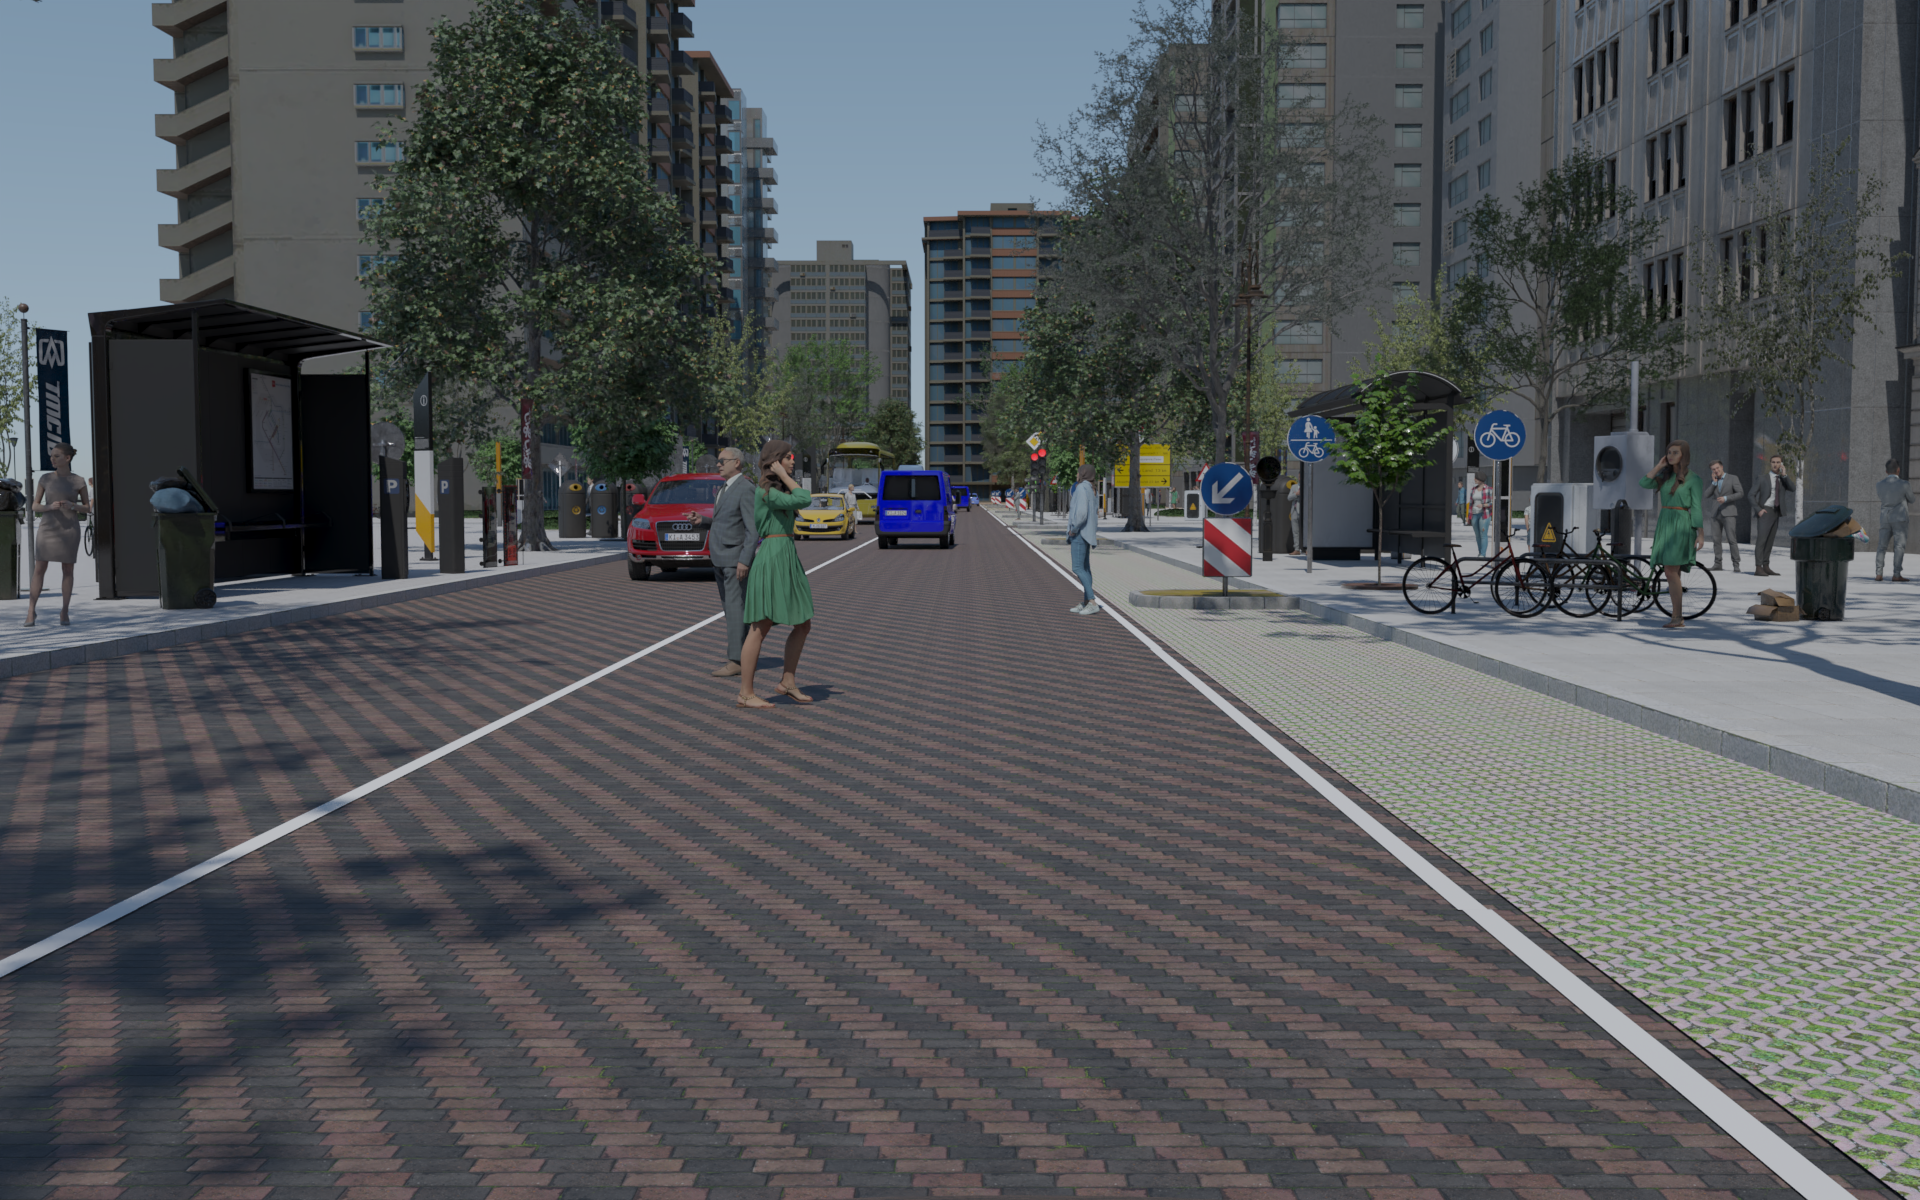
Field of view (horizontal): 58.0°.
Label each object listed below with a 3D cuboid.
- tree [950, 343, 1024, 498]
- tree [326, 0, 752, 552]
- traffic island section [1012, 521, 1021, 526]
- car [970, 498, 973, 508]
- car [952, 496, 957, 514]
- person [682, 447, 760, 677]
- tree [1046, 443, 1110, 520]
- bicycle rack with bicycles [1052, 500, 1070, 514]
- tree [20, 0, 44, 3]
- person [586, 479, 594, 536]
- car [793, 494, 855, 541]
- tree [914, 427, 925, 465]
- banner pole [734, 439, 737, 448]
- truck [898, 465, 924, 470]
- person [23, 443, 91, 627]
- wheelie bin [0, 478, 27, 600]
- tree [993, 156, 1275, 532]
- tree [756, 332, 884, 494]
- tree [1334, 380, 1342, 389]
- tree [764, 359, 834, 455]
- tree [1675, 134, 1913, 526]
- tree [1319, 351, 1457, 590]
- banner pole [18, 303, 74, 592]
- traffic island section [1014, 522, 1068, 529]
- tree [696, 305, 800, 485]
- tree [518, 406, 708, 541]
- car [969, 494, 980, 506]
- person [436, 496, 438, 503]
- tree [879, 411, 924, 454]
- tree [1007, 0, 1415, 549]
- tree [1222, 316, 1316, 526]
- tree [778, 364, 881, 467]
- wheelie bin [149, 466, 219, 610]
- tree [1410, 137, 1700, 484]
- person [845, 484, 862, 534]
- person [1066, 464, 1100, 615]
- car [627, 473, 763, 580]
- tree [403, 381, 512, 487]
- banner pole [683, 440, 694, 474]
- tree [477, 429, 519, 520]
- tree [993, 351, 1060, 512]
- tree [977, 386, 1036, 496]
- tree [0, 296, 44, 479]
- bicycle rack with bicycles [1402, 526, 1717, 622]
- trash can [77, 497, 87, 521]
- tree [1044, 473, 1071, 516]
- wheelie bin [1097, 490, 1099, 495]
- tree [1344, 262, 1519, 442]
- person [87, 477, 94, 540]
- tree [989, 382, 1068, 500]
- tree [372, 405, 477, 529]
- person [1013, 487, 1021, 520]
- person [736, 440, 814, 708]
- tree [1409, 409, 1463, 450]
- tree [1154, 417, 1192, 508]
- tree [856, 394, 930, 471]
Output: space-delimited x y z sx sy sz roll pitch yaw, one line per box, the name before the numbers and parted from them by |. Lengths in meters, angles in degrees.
tree | 5.311 -22.134 217.786 12.611 20.169 13.585 0 3 0
tree | -9.493 -7.441 38.667 9.611 12.733 9.660 0 3 0
traffic island section | 3.437 -3.516 79.768 2.009 0.180 2.903 0 4 0
car | 0.292 -9.955 174.771 2.014 1.417 4.499 0 3 0
car | -1.158 -7.088 128.251 2.083 1.381 4.827 0 4 1
person | -1.875 -0.313 13.796 0.590 1.801 0.661 -2 4 -33
tree | 5.612 -6.173 84.639 4.285 4.588 4.351 0 3 0
bicycle rack with bicycles | 6.917 -5.955 110.750 2.852 0.926 2.925 3 4 38
tree | -8.847 -6.086 9.880 12.009 13.543 11.850 0 3 0
person | -11.346 -2.910 53.400 0.659 1.850 0.755 3 5 42
car | -4.273 -2.717 54.643 2.015 1.641 3.980 0 4 1
tree | -8.183 -17.840 217.441 9.928 11.665 9.643 0 3 0
banner pole | -10.283 -5.462 79.313 0.401 3.779 0.863 -1 4 -16
truck | -4.608 -10.871 167.497 2.967 4.110 18.799 0 4 0
person | -8.812 -0.642 16.888 0.599 1.781 0.374 -1 4 -23
wheelie bin | -11.759 -0.806 21.082 0.693 1.594 0.980 -1 4 -23
tree | 5.843 -8.655 58.523 9.611 12.733 9.660 0 3 0
tree | -8.950 -11.270 110.017 9.928 11.665 9.643 0 3 0
tree | 16.106 -7.011 64.991 4.737 8.622 4.395 0 3 0
tree | -9.108 -8.882 95.577 4.360 8.622 3.978 0 3 0
tree | 16.804 -5.178 35.026 4.360 8.622 3.978 0 3 0
tree | 5.689 -1.775 23.628 1.663 3.219 1.824 0 3 0
banner pole | -12.184 -2.020 23.040 0.401 3.779 0.863 2 4 26
traffic island section | 3.405 -3.028 71.783 2.009 0.180 2.903 0 4 0
tree | -8.699 -7.206 68.173 4.737 8.622 4.395 0 3 0
tree | -9.176 -3.901 47.492 4.285 4.588 4.351 0 3 0
car | 1.399 -11.855 203.422 1.945 1.707 3.694 0 4 1
person | -20.458 -3.819 68.881 0.661 1.777 0.834 -2 4 -25
tree | -7.921 -17.782 208.855 7.486 12.596 7.792 0 3 0
tree | 6.107 -7.975 40.765 12.009 13.543 11.850 0 3 0
tree | 11.712 -7.202 68.109 4.737 8.622 4.395 0 3 0
tree | -9.412 -11.582 123.775 8.767 10.594 7.601 1 4 20
wheelie bin | -8.712 -0.705 19.432 0.693 1.594 0.980 -2 4 -29
tree | 15.478 -6.770 45.095 7.601 10.594 8.767 0 4 5
person | -3.902 -3.261 62.177 0.694 1.780 0.624 -2 4 -29
person | 1.509 -0.740 20.863 0.793 1.790 0.793 -1 4 -15
car | -4.507 -1.335 30.504 2.281 1.827 5.304 0 4 -1
tree | -16.190 -6.435 55.578 4.360 8.622 3.978 0 3 0
banner pole | -12.493 -5.477 79.562 0.863 3.779 0.401 -2 4 -32
tree | -22.382 -6.183 84.806 4.285 4.588 4.351 0 3 0
tree | 6.066 -12.012 122.148 9.928 11.665 9.643 0 3 0
tree | 6.330 -17.266 188.959 9.857 13.997 8.962 0 3 0
tree | -35.418 -6.925 63.579 4.737 8.622 4.395 0 3 0
bicycle rack with bicycles | 6.560 -0.310 18.447 2.925 0.926 2.852 3 5 40
trash can | -41.444 -4.277 81.583 0.748 1.137 0.748 0 3 0
tree | 5.883 -6.608 102.644 1.663 3.219 1.824 0 3 0
wheelie bin | 9.552 -7.048 123.150 0.980 1.594 0.693 0 4 -2
tree | 15.639 -6.472 56.185 4.737 8.622 4.395 0 3 0
person | -24.545 -2.582 48.833 0.524 1.755 0.480 -1 4 -20
tree | 6.648 -13.500 138.847 7.486 12.596 7.792 0 3 0
tree | -20.565 -4.897 63.777 4.285 4.588 4.351 0 3 0
person | 3.136 -5.355 96.229 0.466 1.800 0.511 -1 4 -11
person | -1.249 -0.178 11.664 0.529 1.795 0.600 0 4 -7
tree | 26.367 -8.953 96.740 4.360 8.622 3.978 0 3 0
tree | 15.805 -10.898 128.552 4.737 8.622 4.395 0 3 0
tree | -7.888 -17.181 197.919 9.611 12.733 9.660 0 3 0
